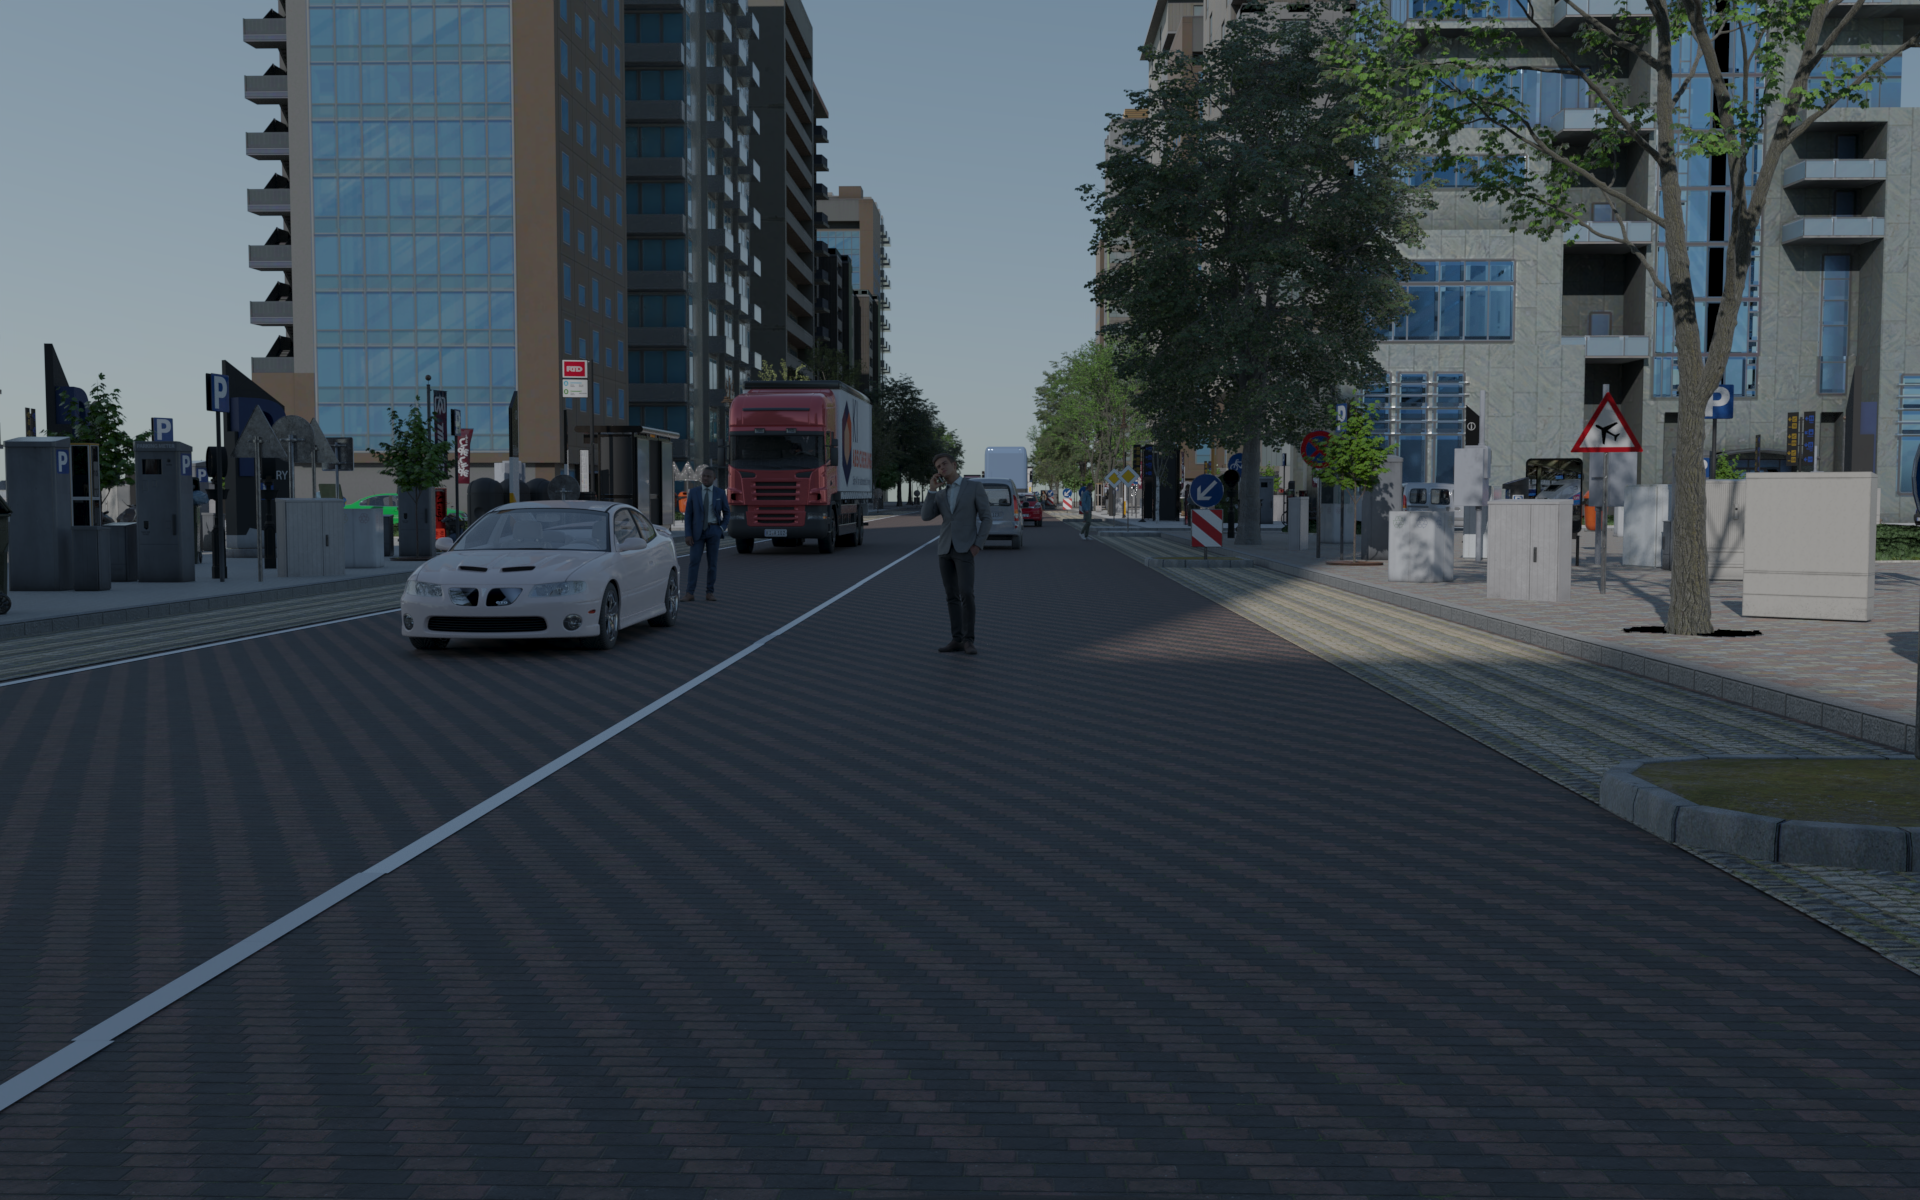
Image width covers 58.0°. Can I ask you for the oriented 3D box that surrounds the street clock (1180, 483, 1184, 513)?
[{"bbox_3d":[14.977,-6.938,118.007,0.358,2.002,0.471,-3,5,-42],"label":"street clock"}]

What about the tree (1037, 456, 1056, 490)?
[{"bbox_3d":[13.725,-18.979,260.672,4.360,8.622,3.978,0,3,0],"label":"tree"}]

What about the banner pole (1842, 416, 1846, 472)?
[{"bbox_3d":[28.417,-3.994,55.314,0.401,3.779,0.863,-2,4,-27],"label":"banner pole"}]

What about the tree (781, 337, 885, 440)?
[{"bbox_3d":[-8.324,-10.375,104.043,8.767,10.594,7.601,2,4,34],"label":"tree"}]

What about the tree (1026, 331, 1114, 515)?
[{"bbox_3d":[9.468,-11.141,107.914,9.928,11.665,9.643,0,3,0],"label":"tree"}]

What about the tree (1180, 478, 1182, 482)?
[{"bbox_3d":[11.432,-6.294,97.506,1.663,3.219,1.824,0,3,0],"label":"tree"}]

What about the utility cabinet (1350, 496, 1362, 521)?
[{"bbox_3d":[16.351,-3.612,70.215,1.020,1.237,0.306,0,4,-1],"label":"utility cabinet"}]

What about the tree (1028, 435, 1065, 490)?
[{"bbox_3d":[15.291,-22.891,291.267,9.611,12.733,9.660,0,3,0],"label":"tree"}]

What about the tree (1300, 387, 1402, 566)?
[{"bbox_3d":[7.177,-2.254,31.448,1.663,3.219,1.824,0,3,0],"label":"tree"}]

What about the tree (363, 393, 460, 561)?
[{"bbox_3d":[-10.423,-2.370,33.355,1.663,3.219,1.824,0,3,0],"label":"tree"}]

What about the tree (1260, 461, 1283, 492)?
[{"bbox_3d":[17.836,-6.423,99.615,1.663,3.219,1.824,0,3,0],"label":"tree"}]

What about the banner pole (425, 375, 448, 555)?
[{"bbox_3d":[-11.071,-2.851,36.638,0.401,3.779,0.863,1,4,20],"label":"banner pole"}]

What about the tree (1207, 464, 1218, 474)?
[{"bbox_3d":[16.424,-7.095,110.600,1.663,3.219,1.824,0,3,0],"label":"tree"}]

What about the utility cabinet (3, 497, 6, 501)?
[{"bbox_3d":[-19.572,-1.531,36.198,0.306,1.237,1.020,0,4,1],"label":"utility cabinet"}]

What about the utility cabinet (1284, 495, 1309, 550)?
[{"bbox_3d":[7.787,-1.758,39.902,0.306,1.237,1.020,1,4,22],"label":"utility cabinet"}]

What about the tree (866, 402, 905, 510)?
[{"bbox_3d":[-6.813,-11.615,140.269,4.360,8.622,3.978,0,3,0],"label":"tree"}]

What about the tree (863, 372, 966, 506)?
[{"bbox_3d":[-6.218,-16.739,180.339,9.857,13.997,8.962,0,3,0],"label":"tree"}]

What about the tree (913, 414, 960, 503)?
[{"bbox_3d":[-5.309,-20.103,239.052,12.009,13.543,11.850,0,3,0],"label":"tree"}]

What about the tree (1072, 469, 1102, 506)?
[{"bbox_3d":[9.962,-8.539,134.222,1.663,3.219,1.824,0,3,0],"label":"tree"}]

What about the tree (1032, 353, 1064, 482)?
[{"bbox_3d":[11.148,-15.193,155.067,9.857,13.997,8.962,0,3,0],"label":"tree"}]

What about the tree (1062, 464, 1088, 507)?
[{"bbox_3d":[11.563,-11.559,172.704,4.285,4.588,4.351,0,3,0],"label":"tree"}]

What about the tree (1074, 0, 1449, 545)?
[{"bbox_3d":[7.321,-8.387,43.779,9.857,13.997,8.962,0,3,0],"label":"tree"}]

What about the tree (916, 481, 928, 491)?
[{"bbox_3d":[-5.360,-16.247,216.007,4.737,8.622,4.395,0,3,0],"label":"tree"}]

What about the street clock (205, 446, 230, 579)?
[{"bbox_3d":[-11.260,-1.328,26.281,0.358,2.002,0.471,-2,4,-35],"label":"street clock"}]

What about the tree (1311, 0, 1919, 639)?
[{"bbox_3d":[6.852,-5.498,15.652,9.928,11.665,9.643,0,3,0],"label":"tree"}]

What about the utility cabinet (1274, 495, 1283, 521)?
[{"bbox_3d":[15.714,-4.408,83.235,0.306,1.237,1.020,-3,4,-36],"label":"utility cabinet"}]

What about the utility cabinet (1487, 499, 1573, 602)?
[{"bbox_3d":[6.909,-0.605,21.051,0.306,1.237,1.020,-3,4,-36],"label":"utility cabinet"}]

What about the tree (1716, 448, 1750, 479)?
[{"bbox_3d":[31.756,-4.748,72.230,1.663,3.219,1.824,0,3,0],"label":"tree"}]

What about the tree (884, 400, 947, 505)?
[{"bbox_3d":[-5.876,-17.720,206.733,9.611,12.733,9.660,0,3,0],"label":"tree"}]

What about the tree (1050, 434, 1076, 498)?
[{"bbox_3d":[12.551,-15.360,201.498,4.737,8.622,4.395,0,3,0],"label":"tree"}]

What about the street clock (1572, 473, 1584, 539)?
[{"bbox_3d":[17.443,-2.727,49.150,0.471,2.002,0.358,2,4,24],"label":"street clock"}]

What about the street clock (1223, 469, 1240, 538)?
[{"bbox_3d":[7.905,-2.806,50.447,0.471,2.002,0.358,1,4,19],"label":"street clock"}]

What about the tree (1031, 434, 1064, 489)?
[{"bbox_3d":[14.674,-21.461,269.010,7.486,12.596,7.792,0,3,0],"label":"tree"}]

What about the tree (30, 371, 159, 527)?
[{"bbox_3d":[-13.417,-1.998,27.274,1.663,3.219,1.824,0,3,0],"label":"tree"}]

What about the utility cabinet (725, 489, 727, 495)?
[{"bbox_3d":[-9.872,-4.199,77.330,1.173,1.500,0.318,0,4,-1],"label":"utility cabinet"}]

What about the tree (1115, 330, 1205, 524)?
[{"bbox_3d":[8.815,-7.621,74.974,4.360,8.622,3.978,0,3,0],"label":"tree"}]

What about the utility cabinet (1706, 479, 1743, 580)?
[{"bbox_3d":[11.367,-1.039,25.667,1.173,1.500,0.318,1,4,15],"label":"utility cabinet"}]

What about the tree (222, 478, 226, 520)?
[{"bbox_3d":[-35.920,-5.573,85.717,1.663,3.219,1.824,0,3,0],"label":"tree"}]

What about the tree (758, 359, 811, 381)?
[{"bbox_3d":[-9.623,-8.744,93.320,4.737,8.622,4.395,0,3,0],"label":"tree"}]

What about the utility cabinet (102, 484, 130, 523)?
[{"bbox_3d":[-19.248,-1.872,39.289,1.173,1.500,0.318,3,5,39],"label":"utility cabinet"}]

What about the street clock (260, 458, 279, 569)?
[{"bbox_3d":[-11.881,-1.542,29.782,0.358,2.002,0.471,-2,4,-25],"label":"street clock"}]

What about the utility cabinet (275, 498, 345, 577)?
[{"bbox_3d":[-10.153,-0.975,27.105,0.306,1.237,1.020,3,4,37],"label":"utility cabinet"}]

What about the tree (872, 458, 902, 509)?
[{"bbox_3d":[-6.585,-10.102,148.878,4.285,4.588,4.351,0,3,0],"label":"tree"}]

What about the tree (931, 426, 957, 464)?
[{"bbox_3d":[-4.070,-20.272,257.195,9.928,11.665,9.643,0,3,0],"label":"tree"}]

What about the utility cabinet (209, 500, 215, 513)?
[{"bbox_3d":[-25.529,-2.923,58.960,0.306,1.237,1.020,-2,4,-32],"label":"utility cabinet"}]
